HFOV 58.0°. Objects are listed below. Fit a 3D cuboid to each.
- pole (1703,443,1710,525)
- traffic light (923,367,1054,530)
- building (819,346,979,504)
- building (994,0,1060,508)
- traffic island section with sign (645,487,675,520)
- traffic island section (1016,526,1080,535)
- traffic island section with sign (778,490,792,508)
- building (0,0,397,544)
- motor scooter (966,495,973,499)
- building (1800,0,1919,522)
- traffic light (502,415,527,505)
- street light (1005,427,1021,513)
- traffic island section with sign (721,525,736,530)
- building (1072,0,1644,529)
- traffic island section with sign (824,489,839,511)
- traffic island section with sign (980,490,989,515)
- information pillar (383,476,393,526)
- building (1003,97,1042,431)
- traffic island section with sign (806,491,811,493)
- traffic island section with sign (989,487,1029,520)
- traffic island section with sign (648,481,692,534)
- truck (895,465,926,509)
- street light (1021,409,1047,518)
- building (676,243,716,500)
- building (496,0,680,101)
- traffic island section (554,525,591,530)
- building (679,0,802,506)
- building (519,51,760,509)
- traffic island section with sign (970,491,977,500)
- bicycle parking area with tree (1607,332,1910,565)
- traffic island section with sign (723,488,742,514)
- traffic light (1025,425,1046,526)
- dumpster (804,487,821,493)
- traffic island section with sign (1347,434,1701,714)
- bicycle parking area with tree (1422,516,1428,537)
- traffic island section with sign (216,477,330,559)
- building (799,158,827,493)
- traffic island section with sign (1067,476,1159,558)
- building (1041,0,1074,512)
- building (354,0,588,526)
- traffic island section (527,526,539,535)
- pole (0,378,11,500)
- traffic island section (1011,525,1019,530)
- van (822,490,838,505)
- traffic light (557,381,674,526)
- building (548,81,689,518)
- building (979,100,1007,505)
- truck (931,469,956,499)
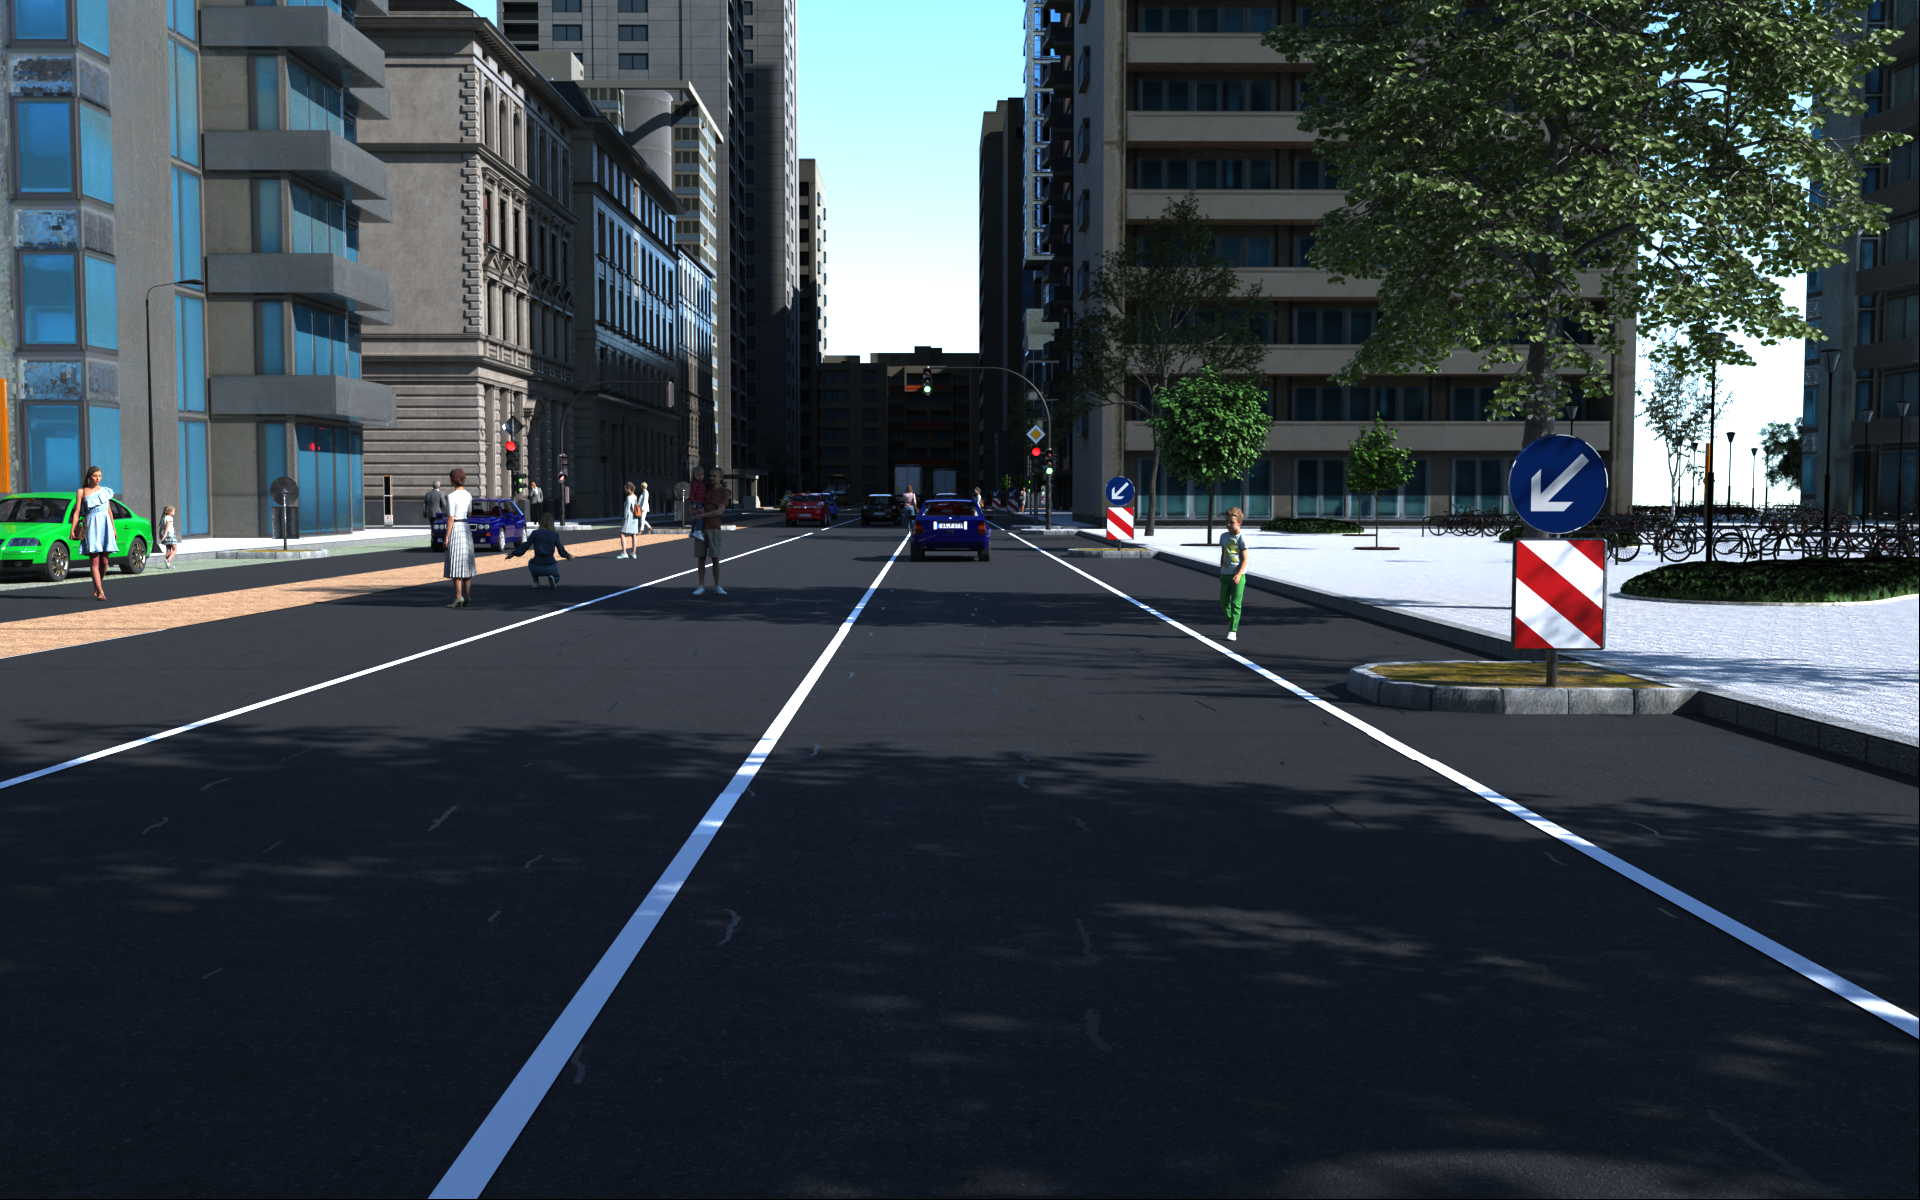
[{"bbox_3d":[29.889,-4.614,69.278,0.158,3.312,0.155,0,3,0],"label":"pole"},{"bbox_3d":[1.056,-5.333,61.857,4.771,5.953,1.251,0,4,-1],"label":"traffic light"},{"bbox_3d":[-4.315,-24.291,242.191,28.899,21.520,27.650,0,4,-1],"label":"building"},{"bbox_3d":[15.054,-52.342,168.455,22.319,86.520,31.000,0,4,-1],"label":"building"},{"bbox_3d":[-16.037,-5.252,94.490,1.989,1.847,2.006,0,4,-1],"label":"traffic island section with sign"},{"bbox_3d":[3.187,-2.438,62.140,2.009,0.180,2.903,0,4,-1],"label":"traffic island section"},{"bbox_3d":[-17.036,-10.008,172.258,1.989,1.847,2.006,0,4,-1],"label":"traffic island section with sign"},{"bbox_3d":[-33.213,-26.250,48.792,30.456,49.044,23.786,0,4,-1],"label":"building"},{"bbox_3d":[1.119,-11.292,197.397,0.815,1.314,1.986,0,4,-1],"label":"motor scooter"},{"bbox_3d":[57.097,-28.159,80.013,30.456,49.044,23.786,0,4,-1],"label":"building"},{"bbox_3d":[-15.913,-4.455,61.766,0.839,4.253,0.868,0,4,-1],"label":"traffic light"},{"bbox_3d":[3.840,-9.031,120.201,1.470,5.913,1.316,0,4,-1],"label":"street light"},{"bbox_3d":[-10.127,-3.760,69.616,2.006,1.907,1.989,0,4,-1],"label":"traffic island section with sign"},{"bbox_3d":[15.950,-27.757,77.537,21.600,48.544,21.300,0,4,-1],"label":"building"},{"bbox_3d":[-11.102,-8.355,144.748,2.006,1.907,1.989,0,4,-1],"label":"traffic island section with sign"},{"bbox_3d":[2.421,-6.942,122.123,1.989,1.847,2.006,0,4,-1],"label":"traffic island section with sign"},{"bbox_3d":[-22.697,-3.929,68.732,0.304,2.012,0.304,-1,4,-10],"label":"information pillar"},{"bbox_3d":[11.903,-33.157,192.232,14.600,45.320,14.200,0,4,-1],"label":"building"},{"bbox_3d":[-17.393,-11.656,199.211,1.989,1.847,2.006,0,4,-1],"label":"traffic island section with sign"},{"bbox_3d":[2.758,-5.293,95.170,1.989,1.847,2.006,0,4,-1],"label":"traffic island section with sign"},{"bbox_3d":[-10.041,-3.307,62.209,2.006,1.907,1.989,0,4,-1],"label":"traffic island section with sign"},{"bbox_3d":[-4.909,-11.055,169.664,2.839,4.237,11.283,0,4,1],"label":"truck"},{"bbox_3d":[4.226,-7.474,94.737,1.470,5.913,1.316,0,4,-1],"label":"street light"},{"bbox_3d":[-24.170,-17.116,129.004,9.793,20.994,18.267,0,4,-1],"label":"building"},{"bbox_3d":[-50.629,-48.866,237.211,20.611,71.187,20.563,0,4,-1],"label":"building"},{"bbox_3d":[-16.056,-2.912,69.884,2.009,0.180,2.903,0,4,-1],"label":"traffic island section"},{"bbox_3d":[-30.356,-47.139,208.978,20.611,71.187,20.563,0,4,-1],"label":"building"},{"bbox_3d":[-35.016,-28.406,156.324,32.217,40.220,23.993,0,4,-1],"label":"building"},{"bbox_3d":[1.784,-9.993,172.017,1.989,1.847,2.006,0,4,-1],"label":"traffic island section with sign"},{"bbox_3d":[15.240,-2.799,32.758,8.231,4.147,9.016,-2,4,-29],"label":"bicycle parking area with tree"},{"bbox_3d":[-16.399,-6.931,121.948,1.989,1.847,2.006,0,4,-1],"label":"traffic island section with sign"},{"bbox_3d":[3.044,-4.960,70.010,0.839,4.253,0.868,0,4,-1],"label":"traffic light"},{"bbox_3d":[-17.675,-12.404,207.753,1.985,2.255,1.502,0,4,-1],"label":"dumpster"},{"bbox_3d":[3.834,-0.220,12.218,1.989,1.847,2.006,0,4,-1],"label":"traffic island section with sign"},{"bbox_3d":[18.379,-4.047,53.169,9.016,4.147,8.231,3,5,44],"label":"bicycle parking area with tree"},{"bbox_3d":[-15.337,-1.852,38.904,1.989,1.847,2.006,0,4,-1],"label":"traffic island section with sign"},{"bbox_3d":[-29.521,-37.561,237.818,21.600,48.544,21.300,0,4,-1],"label":"building"},{"bbox_3d":[3.479,-1.902,39.719,1.989,1.847,2.006,0,4,-1],"label":"traffic island section with sign"},{"bbox_3d":[17.515,-29.042,129.457,22.147,44.769,28.867,0,4,-1],"label":"building"},{"bbox_3d":[-24.339,-15.285,78.790,11.050,23.489,19.941,0,4,-1],"label":"building"},{"bbox_3d":[-15.953,-2.423,61.900,2.009,0.180,2.903,0,4,-1],"label":"traffic island section"},{"bbox_3d":[-16.931,-2.252,30.662,0.158,3.312,0.155,0,3,0],"label":"pole"},{"bbox_3d":[3.084,-2.926,70.124,2.009,0.180,2.903,0,4,-1],"label":"traffic island section"},{"bbox_3d":[-13.934,-10.799,183.570,2.013,2.044,4.112,0,4,-1],"label":"van"},{"bbox_3d":[-13.925,-5.819,69.812,4.771,5.953,1.251,0,4,-1],"label":"traffic light"},{"bbox_3d":[-26.507,-16.596,104.631,16.112,22.955,30.059,0,4,-1],"label":"building"},{"bbox_3d":[13.222,-35.860,210.019,21.300,48.544,21.600,0,4,-1],"label":"building"},{"bbox_3d":[-1.790,-12.672,196.098,2.839,4.237,11.283,0,4,-2],"label":"truck"}]
